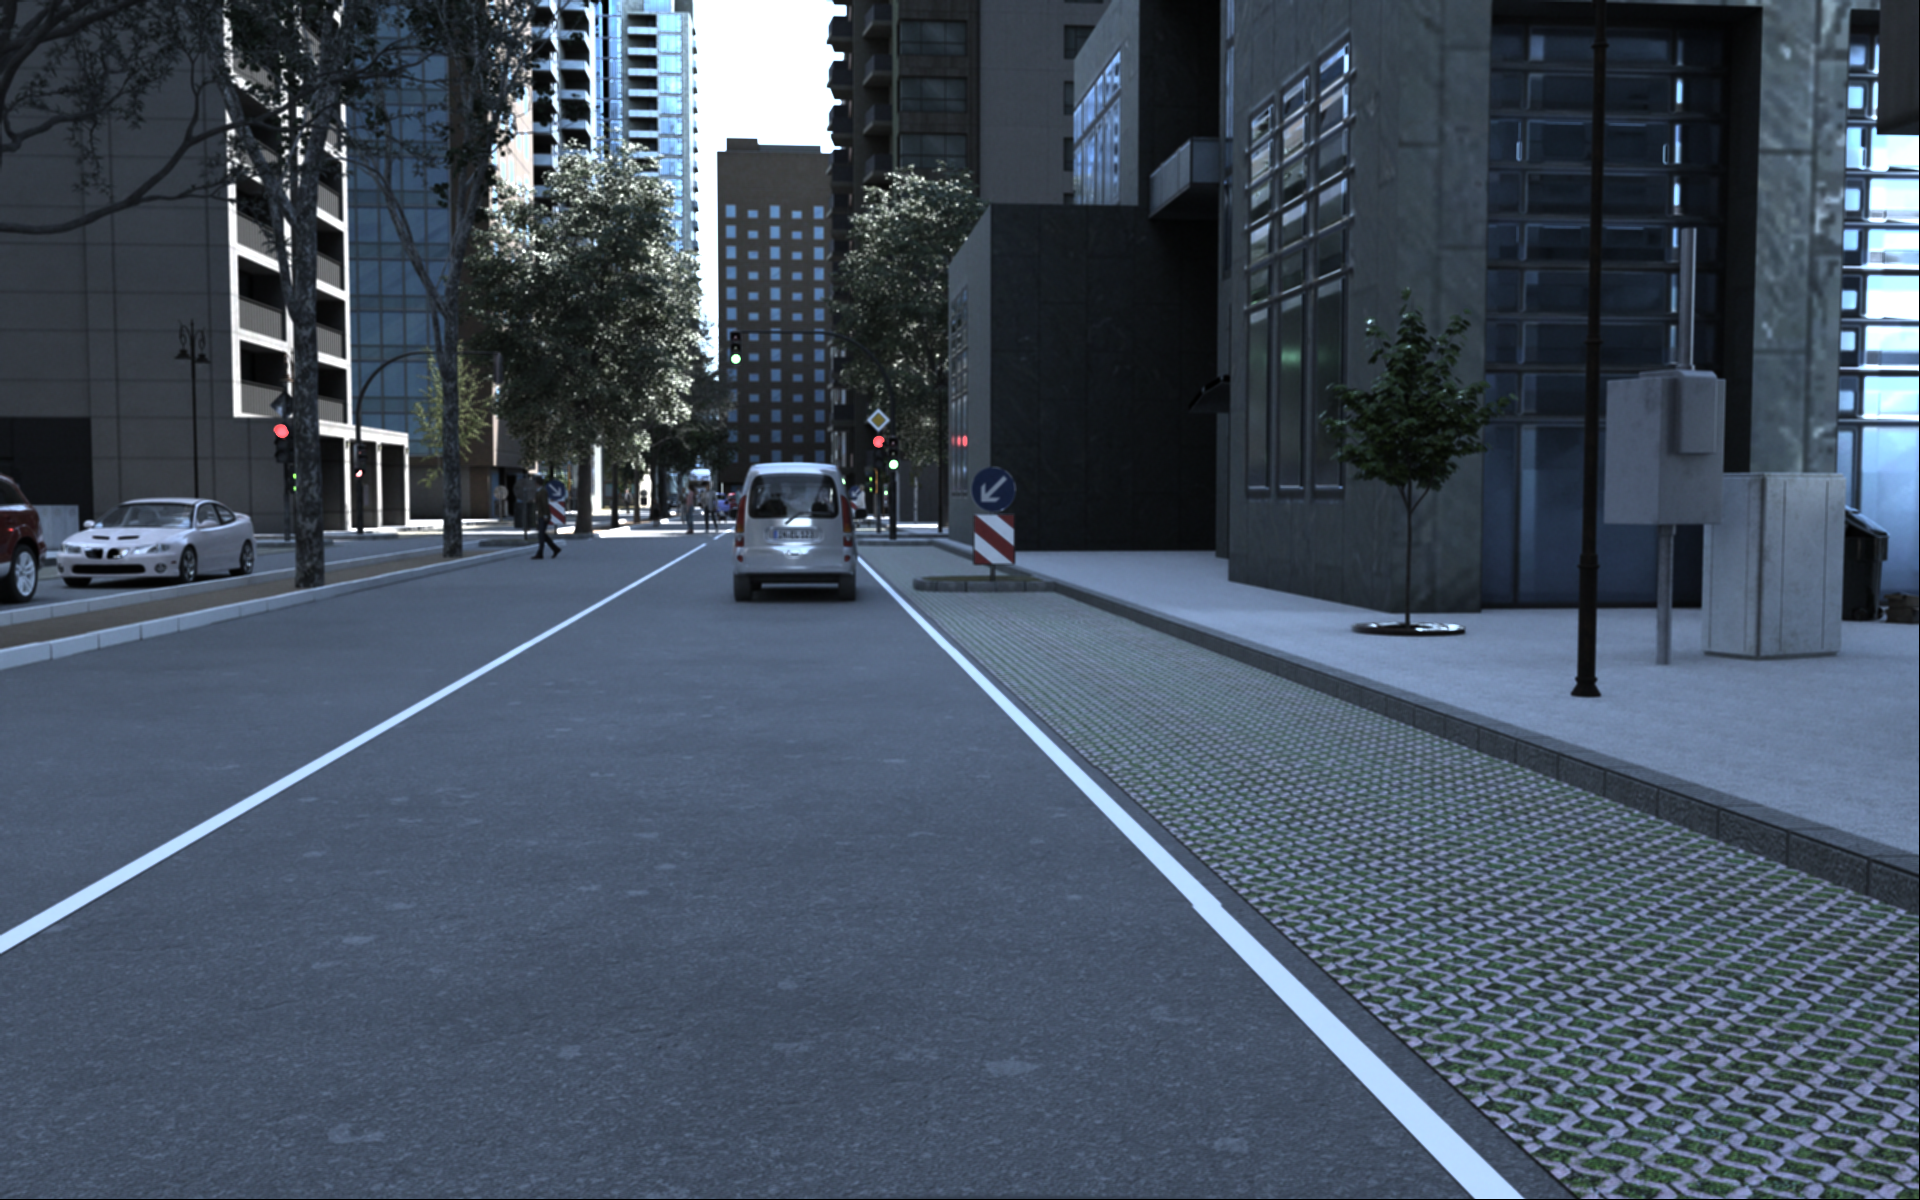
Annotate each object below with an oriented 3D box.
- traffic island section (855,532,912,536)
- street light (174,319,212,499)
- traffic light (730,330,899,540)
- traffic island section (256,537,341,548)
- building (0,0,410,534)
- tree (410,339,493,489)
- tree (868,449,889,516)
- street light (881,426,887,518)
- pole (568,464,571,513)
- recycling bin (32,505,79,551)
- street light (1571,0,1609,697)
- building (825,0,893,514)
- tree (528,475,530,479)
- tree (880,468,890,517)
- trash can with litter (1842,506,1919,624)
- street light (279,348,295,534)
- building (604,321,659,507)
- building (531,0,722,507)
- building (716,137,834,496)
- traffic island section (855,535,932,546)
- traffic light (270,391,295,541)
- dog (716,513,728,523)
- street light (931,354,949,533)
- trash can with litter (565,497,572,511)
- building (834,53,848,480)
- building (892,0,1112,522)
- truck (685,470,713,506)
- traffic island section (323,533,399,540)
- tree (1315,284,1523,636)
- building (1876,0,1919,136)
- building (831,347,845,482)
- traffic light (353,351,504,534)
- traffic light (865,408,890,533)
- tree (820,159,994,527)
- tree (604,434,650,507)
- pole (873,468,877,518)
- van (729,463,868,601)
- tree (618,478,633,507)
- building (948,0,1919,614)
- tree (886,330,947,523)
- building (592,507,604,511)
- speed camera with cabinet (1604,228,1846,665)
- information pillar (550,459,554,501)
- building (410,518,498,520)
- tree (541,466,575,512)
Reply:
[{"bbox_3d":[-2.639,-2.105,56.703,2.009,0.180,2.903,0,4,-5],"label":"traffic island section"},{"bbox_3d":[-20.258,-4.469,45.862,0.468,5.910,1.993,0,4,-5],"label":"street light"},{"bbox_3d":[-3.989,-4.503,48.296,4.771,5.953,1.251,0,4,-5],"label":"traffic light"},{"bbox_3d":[-18.340,-1.523,47.182,2.009,0.180,2.903,0,4,-5],"label":"traffic island section"},{"bbox_3d":[-32.010,-38.183,62.541,20.563,71.187,20.611,0,4,-5],"label":"building"},{"bbox_3d":[-24.467,-8.113,83.013,4.737,8.622,4.395,0,3,0],"label":"tree"},{"bbox_3d":[-3.712,-7.181,101.129,4.285,4.588,4.351,0,3,0],"label":"tree"},{"bbox_3d":[-4.152,-7.401,93.801,0.468,5.910,1.993,0,4,-5],"label":"street light"},{"bbox_3d":[-26.797,-7.646,118.853,0.158,3.312,0.155,0,3,0],"label":"pole"},{"bbox_3d":[-20.589,-1.644,39.427,0.722,1.027,0.722,2,4,29],"label":"recycling bin"},{"bbox_3d":[3.983,-2.328,10.844,0.468,5.910,1.993,0,4,-5],"label":"street light"},{"bbox_3d":[2.142,-28.312,117.527,22.147,44.769,28.867,0,4,-5],"label":"building"},{"bbox_3d":[-27.142,-9.445,104.789,4.737,8.622,4.395,0,3,0],"label":"tree"},{"bbox_3d":[-3.922,-6.289,97.423,1.663,3.219,1.824,0,3,0],"label":"tree"},{"bbox_3d":[9.319,-0.375,17.513,0.624,1.170,1.055,-3,5,-39],"label":"trash can with litter"},{"bbox_3d":[-21.158,-5.031,55.045,0.468,5.910,1.993,0,4,-5],"label":"street light"},{"bbox_3d":[-48.881,-21.105,190.098,28.899,21.520,27.650,0,4,-5],"label":"building"},{"bbox_3d":[-46.549,-55.586,221.496,31.000,86.520,22.319,0,4,-5],"label":"building"},{"bbox_3d":[-23.471,-34.915,220.974,14.200,45.320,14.600,0,4,-5],"label":"building"},{"bbox_3d":[-1.874,-1.619,48.755,2.009,0.180,2.903,0,4,-5],"label":"traffic island section"},{"bbox_3d":[-18.300,-3.555,47.051,0.839,4.253,0.868,0,4,-5],"label":"traffic light"},{"bbox_3d":[-11.599,-3.984,84.421,0.406,0.507,0.540,1,4,19],"label":"dog"},{"bbox_3d":[-0.652,-5.169,57.306,0.468,5.910,1.993,0,4,-5],"label":"street light"},{"bbox_3d":[-29.192,-7.144,128.198,1.055,1.170,0.624,-1,4,-17],"label":"trash can with litter"},{"bbox_3d":[-4.677,-31.901,171.684,14.600,45.320,14.200,0,4,-5],"label":"building"},{"bbox_3d":[3.558,-19.219,85.939,14.160,30.474,14.107,0,4,-5],"label":"building"},{"bbox_3d":[-29.501,-12.692,197.264,2.967,4.110,18.799,0,4,-7],"label":"truck"},{"bbox_3d":[-19.105,-2.009,55.131,2.009,0.180,2.903,0,4,-5],"label":"traffic island section"},{"bbox_3d":[4.152,-1.319,16.172,1.663,3.219,1.824,0,3,0],"label":"tree"},{"bbox_3d":[10.708,-19.525,2.833,14.154,41.232,14.086,0,4,-5],"label":"building"},{"bbox_3d":[-0.316,-21.373,194.493,27.650,21.520,28.899,0,4,-5],"label":"building"},{"bbox_3d":[-16.990,-4.928,55.234,4.771,5.953,1.251,0,4,-5],"label":"traffic light"},{"bbox_3d":[-2.679,-4.139,56.585,0.839,4.253,0.868,0,4,-5],"label":"traffic light"},{"bbox_3d":[-0.448,-9.770,66.394,9.857,13.997,8.962,0,3,0],"label":"tree"},{"bbox_3d":[-32.352,-15.215,166.892,7.486,12.596,7.792,0,3,0],"label":"tree"},{"bbox_3d":[-4.498,-6.002,91.977,0.158,3.312,0.155,0,3,0],"label":"pole"},{"bbox_3d":[-2.311,-1.078,24.633,2.013,2.044,4.112,0,4,-4],"label":"van"},{"bbox_3d":[-33.616,-10.951,173.655,1.663,3.219,1.824,0,3,0],"label":"tree"},{"bbox_3d":[12.265,-44.009,32.225,22.319,86.520,31.000,0,4,-5],"label":"building"},{"bbox_3d":[-1.720,-7.657,75.559,4.737,8.622,4.395,0,3,0],"label":"tree"},{"bbox_3d":[-40.727,-50.736,142.209,22.319,86.520,31.000,0,4,-5],"label":"building"},{"bbox_3d":[5.967,-1.170,13.459,2.038,3.252,0.660,-2,4,-26],"label":"speed camera with cabinet"},{"bbox_3d":[-25.832,-7.233,109.617,0.183,3.616,0.504,0,4,7],"label":"information pillar"},{"bbox_3d":[-30.902,-27.021,91.903,14.600,45.320,14.200,0,4,-5],"label":"building"},{"bbox_3d":[-28.637,-7.913,123.975,1.663,3.219,1.824,0,3,0],"label":"tree"}]
